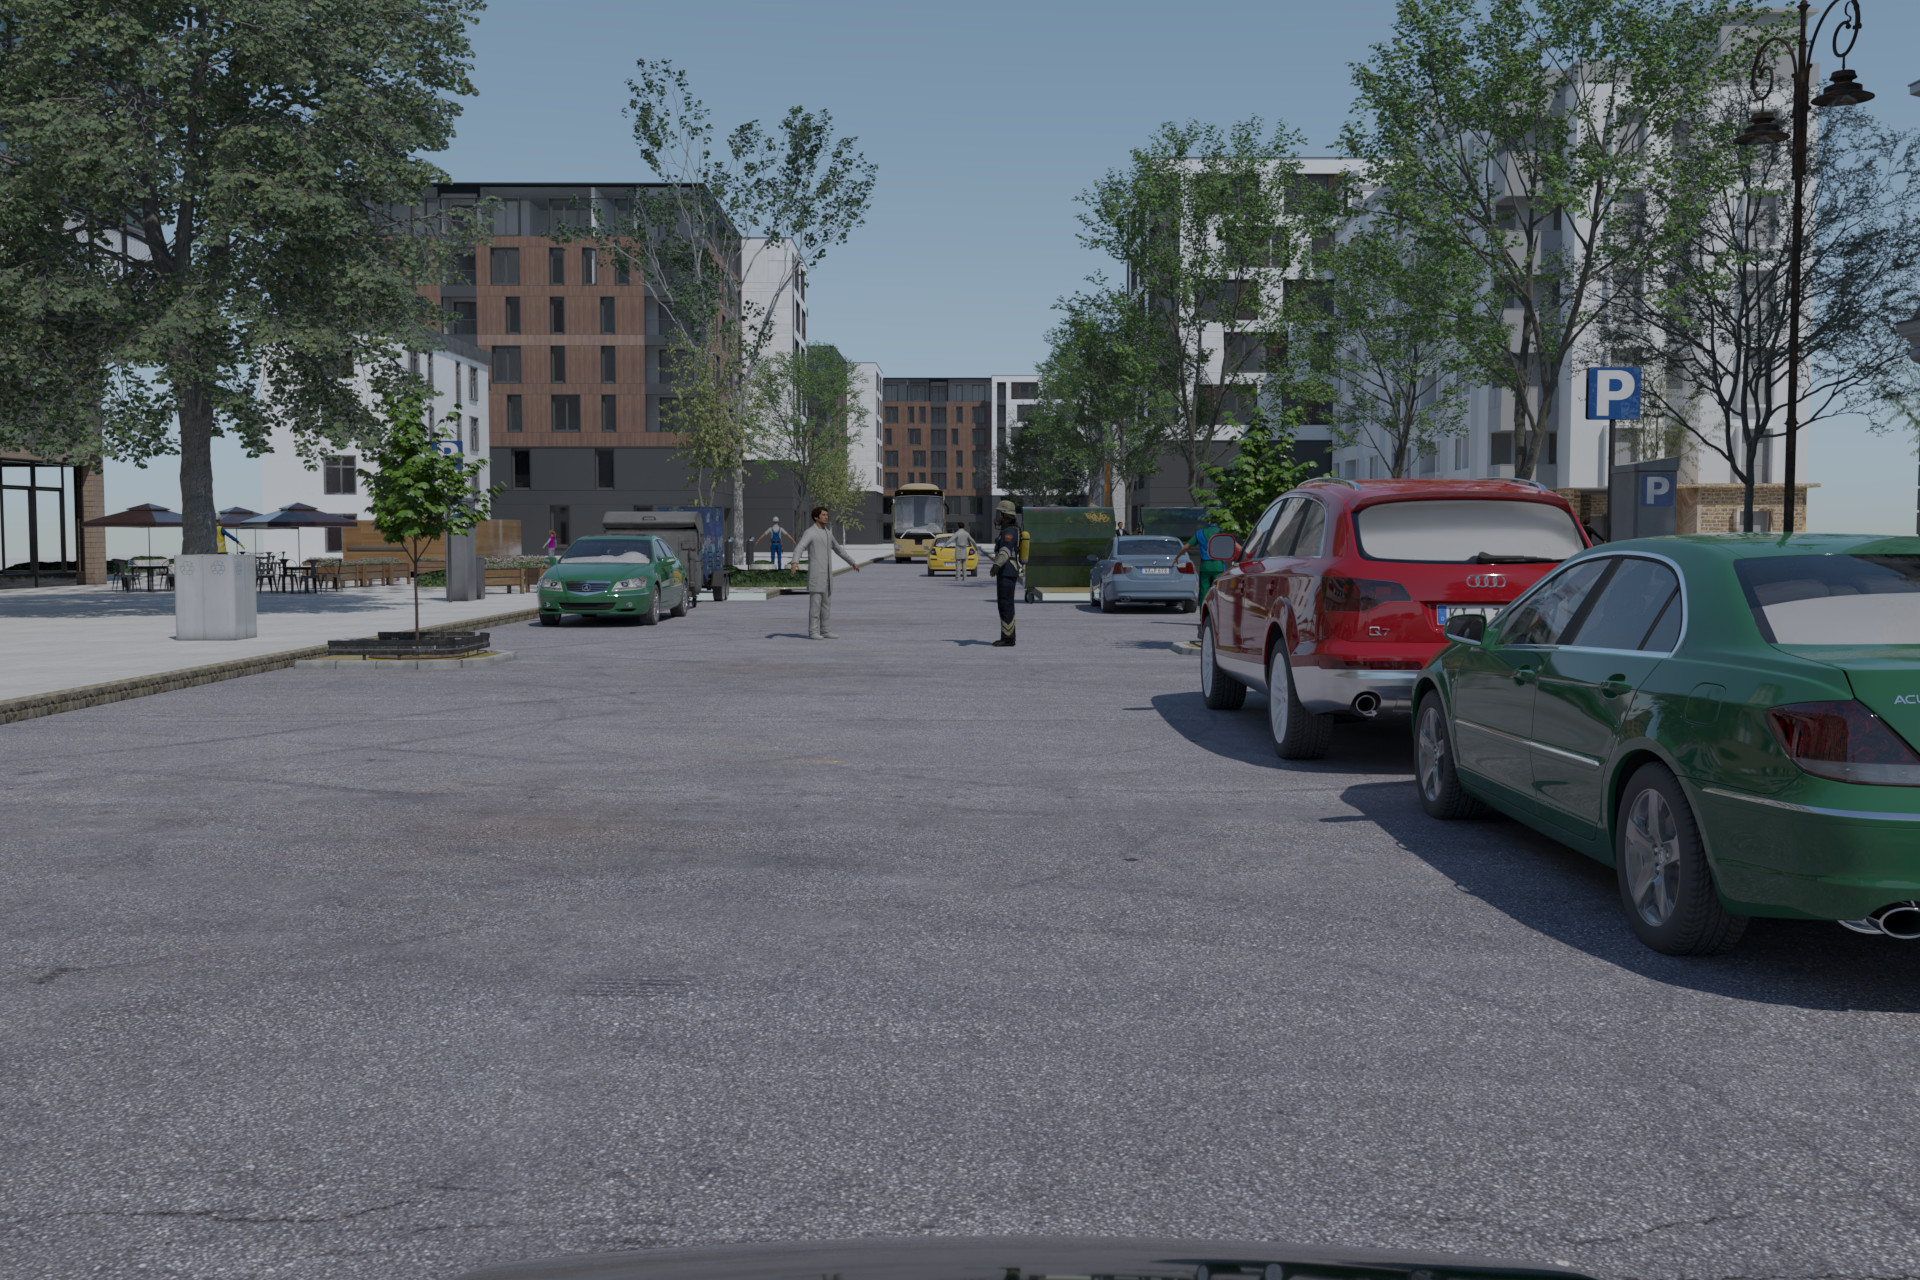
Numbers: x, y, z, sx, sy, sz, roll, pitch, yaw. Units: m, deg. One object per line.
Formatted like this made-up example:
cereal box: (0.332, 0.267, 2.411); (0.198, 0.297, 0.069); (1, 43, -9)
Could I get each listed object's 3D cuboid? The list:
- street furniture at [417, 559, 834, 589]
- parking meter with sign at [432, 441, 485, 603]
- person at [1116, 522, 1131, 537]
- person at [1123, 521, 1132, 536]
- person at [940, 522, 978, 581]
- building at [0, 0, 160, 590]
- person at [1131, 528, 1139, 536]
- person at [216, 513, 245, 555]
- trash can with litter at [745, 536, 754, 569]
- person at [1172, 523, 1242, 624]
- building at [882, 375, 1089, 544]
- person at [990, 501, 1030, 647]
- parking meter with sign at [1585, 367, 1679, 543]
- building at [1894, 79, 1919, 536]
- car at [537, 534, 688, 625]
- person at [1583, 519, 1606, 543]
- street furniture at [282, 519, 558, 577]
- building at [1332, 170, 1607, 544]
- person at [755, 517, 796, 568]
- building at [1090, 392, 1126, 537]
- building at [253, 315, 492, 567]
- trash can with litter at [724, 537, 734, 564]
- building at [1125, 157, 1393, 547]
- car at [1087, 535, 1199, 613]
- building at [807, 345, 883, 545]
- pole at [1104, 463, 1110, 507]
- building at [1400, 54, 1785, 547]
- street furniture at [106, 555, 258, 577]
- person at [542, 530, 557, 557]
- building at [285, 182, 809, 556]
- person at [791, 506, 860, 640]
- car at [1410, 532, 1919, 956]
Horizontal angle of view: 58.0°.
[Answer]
street furniture: (-7.998, -1.672, 42.966); (10.072, 0.657, 5.734); (0, 4, 6)
parking meter with sign: (-9.548, -2.258, 33.186); (0.543, 3.016, 1.738); (0, 3, 0)
person: (5.922, -3.486, 63.720); (1.216, 1.740, 0.721); (-1, 4, -9)
person: (6.587, -3.789, 68.079); (0.705, 1.813, 1.348); (-2, 4, -31)
person: (0.011, -2.726, 53.217); (1.347, 1.806, 0.705); (-2, 4, -31)
building: (-31.559, -13.314, 24.263); (21.656, 26.213, 47.522); (0, 4, 0)
person: (4.214, -1.999, 38.828); (1.346, 1.812, 0.704); (-3, 5, -39)
person: (-17.317, -2.082, 40.501); (1.216, 1.772, 0.721); (0, 4, 7)
trash can with litter: (-6.297, -2.579, 53.227); (1.678, 1.210, 2.233); (0, 4, 2)
person: (3.936, -1.123, 26.951); (1.347, 1.817, 0.704); (1, 4, 21)
building: (1.879, -23.756, 234.838); (32.646, 21.610, 27.936); (0, 3, 0)
person: (0.565, -0.850, 22.138); (0.705, 1.856, 1.354); (0, 4, 7)
parking meter with sign: (6.819, -1.289, 17.331); (0.543, 3.016, 1.738); (0, 3, 0)
building: (26.940, -14.759, 27.208); (13.634, 28.700, 20.117); (0, 4, 0)
car: (-5.665, -1.032, 28.665); (2.131, 1.459, 4.920); (0, 4, 0)
person: (21.202, -3.204, 58.574); (1.347, 1.806, 0.705); (3, 5, 44)
street furniture: (-15.178, -2.897, 54.225); (9.812, 1.723, 11.010); (0, 4, 4)
building: (25.016, -14.370, 91.365); (16.016, 20.090, 11.380); (0, 4, 0)
person: (-6.049, -3.123, 56.916); (1.347, 1.847, 0.705); (0, 4, -8)
building: (22.941, -19.172, 179.916); (16.747, 18.905, 31.486); (0, 4, 0)
building: (-26.191, -8.443, 80.196); (9.099, 9.664, 28.070); (0, 4, 0)
trash can with litter: (-6.428, -2.339, 49.296); (1.678, 1.210, 2.233); (0, 4, 0)
building: (24.260, -16.302, 110.506); (27.936, 21.610, 32.646); (0, 3, 0)
car: (3.448, -1.273, 32.817); (2.014, 1.417, 4.499); (0, 3, 0)
building: (-23.942, -22.022, 204.029); (27.936, 21.610, 32.646); (0, 4, 1)
pole: (4.220, -3.416, 49.697); (0.158, 3.312, 0.155); (0, 3, 0)
building: (24.444, -13.347, 74.646); (16.016, 20.090, 11.380); (0, 4, 0)
street furniture: (-26.440, -2.459, 55.831); (5.734, 0.657, 10.072); (0, 4, 2)
person: (-14.633, -3.214, 61.817); (0.599, 1.433, 0.991); (1, 4, 13)
building: (-25.474, -16.713, 117.230); (27.936, 21.610, 32.646); (0, 4, 0)
person: (-1.885, -0.917, 23.633); (0.705, 1.806, 1.347); (3, 4, 37)
car: (3.275, 0.274, 7.317); (2.131, 1.459, 4.920); (0, 3, 0)
